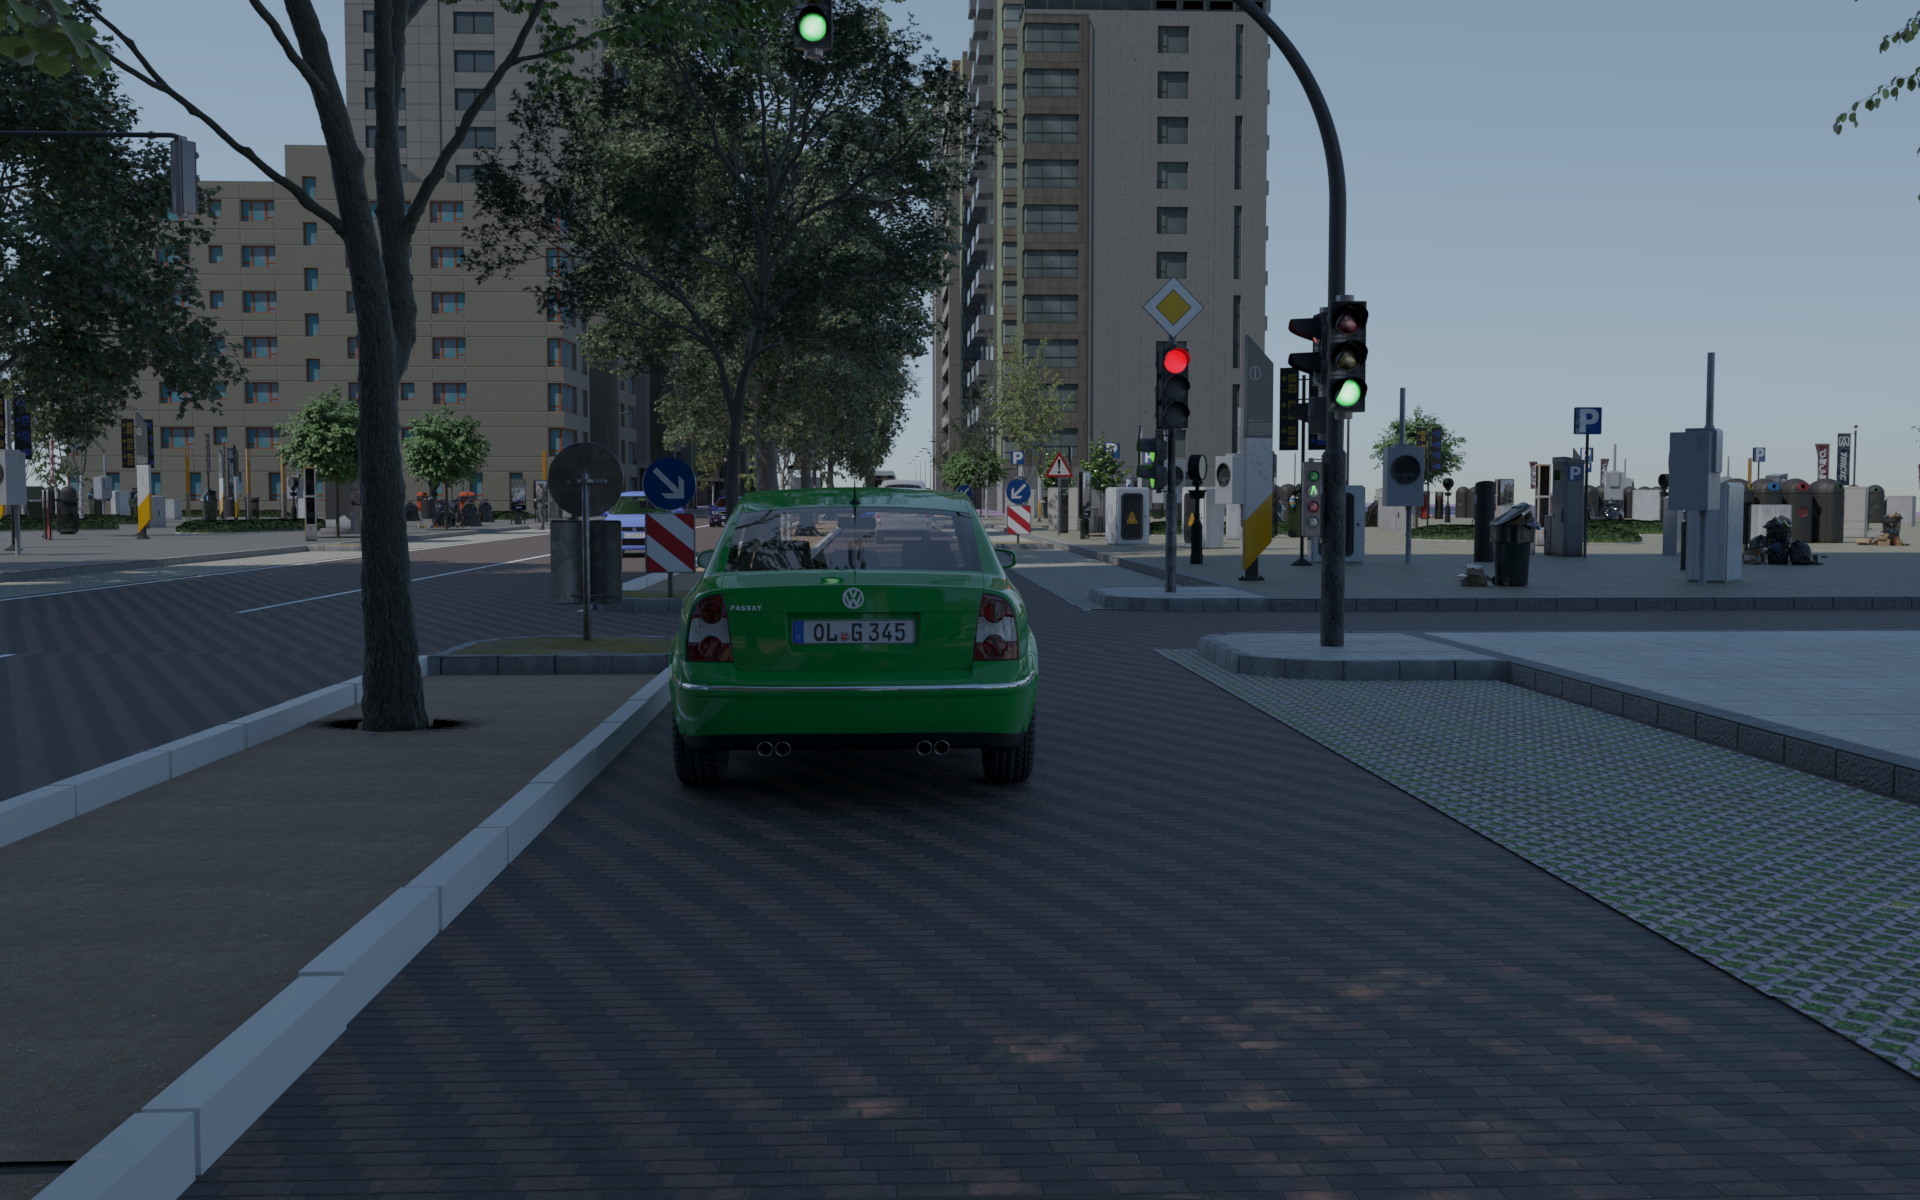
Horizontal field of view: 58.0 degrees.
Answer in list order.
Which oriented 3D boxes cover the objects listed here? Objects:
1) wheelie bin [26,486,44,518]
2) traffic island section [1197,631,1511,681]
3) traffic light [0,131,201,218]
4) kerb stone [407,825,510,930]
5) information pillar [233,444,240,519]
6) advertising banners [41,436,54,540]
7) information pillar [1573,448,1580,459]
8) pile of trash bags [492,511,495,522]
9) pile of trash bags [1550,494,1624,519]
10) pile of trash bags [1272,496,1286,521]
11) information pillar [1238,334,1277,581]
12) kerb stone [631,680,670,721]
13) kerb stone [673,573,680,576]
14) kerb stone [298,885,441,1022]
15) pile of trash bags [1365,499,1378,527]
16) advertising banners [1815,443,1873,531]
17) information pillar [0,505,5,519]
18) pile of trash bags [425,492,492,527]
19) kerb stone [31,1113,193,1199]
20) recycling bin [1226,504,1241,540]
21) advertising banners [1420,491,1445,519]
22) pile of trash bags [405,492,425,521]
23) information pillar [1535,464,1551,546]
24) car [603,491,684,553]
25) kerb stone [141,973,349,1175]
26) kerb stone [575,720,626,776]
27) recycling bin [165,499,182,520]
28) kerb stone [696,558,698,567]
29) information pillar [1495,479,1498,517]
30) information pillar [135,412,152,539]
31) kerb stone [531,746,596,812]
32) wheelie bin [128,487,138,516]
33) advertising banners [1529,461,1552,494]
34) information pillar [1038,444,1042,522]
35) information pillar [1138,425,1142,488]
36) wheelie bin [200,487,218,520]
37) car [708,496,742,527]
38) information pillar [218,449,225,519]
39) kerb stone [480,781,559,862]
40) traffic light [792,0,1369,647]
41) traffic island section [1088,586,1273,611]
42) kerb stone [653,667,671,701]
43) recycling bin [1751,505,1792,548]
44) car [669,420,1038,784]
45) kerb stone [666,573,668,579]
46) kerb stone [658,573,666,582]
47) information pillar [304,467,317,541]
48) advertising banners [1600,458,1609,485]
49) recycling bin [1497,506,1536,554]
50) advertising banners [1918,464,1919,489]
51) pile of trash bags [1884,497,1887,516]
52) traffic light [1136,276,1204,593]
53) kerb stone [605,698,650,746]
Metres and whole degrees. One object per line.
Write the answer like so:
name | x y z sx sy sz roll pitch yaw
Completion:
wheelie bin | -36.581 -3.702 68.437 0.980 1.594 0.693 -2 4 -29
traffic island section | 3.159 0.466 14.664 2.009 0.180 2.903 0 4 -3
traffic light | -12.071 -2.885 21.834 4.771 5.953 1.251 0 4 -3
kerb stone | -1.783 0.983 6.178 0.120 0.150 1.000 0 4 -3
information pillar | -34.170 -5.531 81.781 0.183 3.616 0.504 0 4 -5
advertising banners | -25.539 -3.198 48.480 0.090 3.025 2.074 -3 4 -36
information pillar | 31.349 -5.923 88.195 0.504 3.616 0.183 -2 4 -34
pile of trash bags | -22.403 -4.262 79.441 1.912 1.369 3.447 -1 4 -18
pile of trash bags | 22.195 -3.202 62.102 1.912 1.369 3.447 -3 5 -40
pile of trash bags | 11.338 -3.195 61.992 3.447 1.369 1.912 2 4 28
information pillar | 4.398 -2.096 25.622 0.504 3.616 0.183 -2 4 -27
kerb stone | -2.034 0.666 11.314 0.120 0.150 1.000 0 4 -3
kerb stone | -5.038 -0.489 30.194 0.120 0.150 1.000 0 4 -3
kerb stone | -1.740 1.042 5.154 0.120 0.150 1.000 0 4 -3
pile of trash bags | 15.855 -3.597 68.570 1.912 1.369 3.447 0 4 7
advertising banners | 30.563 -3.900 59.954 2.074 3.025 0.090 0 4 -2
information pillar | -38.396 -4.770 69.348 0.183 3.616 0.504 -3 5 -44
pile of trash bags | -20.011 -3.637 69.215 1.912 1.369 3.447 -1 4 -8
kerb stone | -1.633 1.173 3.113 0.120 0.150 1.000 0 4 -3
recycling bin | 7.844 -2.197 48.477 0.722 1.027 0.722 1 4 13
advertising banners | 23.714 -5.622 88.114 2.074 3.025 0.090 -1 4 -10
pile of trash bags | -26.536 -4.452 82.549 1.912 1.369 3.447 1 4 20
information pillar | 14.334 -2.332 42.622 0.304 2.012 0.304 0 4 3
car | -7.412 -1.895 40.572 1.945 1.707 3.694 0 4 -4
kerb stone | -1.679 1.111 4.134 0.120 0.150 1.000 0 4 -3
kerb stone | -1.928 0.795 9.247 0.120 0.150 1.000 0 4 -3
recycling bin | -39.792 -4.578 87.409 0.722 1.027 0.722 0 4 3
kerb stone | -5.286 -0.798 35.315 0.120 0.150 1.000 0 4 -3
information pillar | 26.046 -4.849 83.767 0.304 2.012 0.304 0 4 -1
information pillar | -23.269 -3.548 49.364 0.504 3.616 0.183 2 4 26
kerb stone | -1.883 0.855 8.222 0.120 0.150 1.000 0 4 -3
wheelie bin | -38.728 -4.508 81.608 0.980 1.594 0.693 2 4 25
advertising banners | 31.418 -5.915 92.902 2.074 3.025 0.090 -1 4 -13
information pillar | 3.715 -5.485 81.031 0.183 3.616 0.504 0 4 -4
information pillar | 6.045 -4.091 58.247 0.183 3.616 0.504 1 4 11
wheelie bin | -34.533 -4.390 79.692 0.693 1.594 0.980 -3 4 -37
car | -10.044 -3.896 76.280 1.945 1.354 3.894 0 4 -2
information pillar | -38.316 -6.026 89.878 0.183 3.616 0.504 -3 5 -44
kerb stone | -1.831 0.921 7.200 0.120 0.150 1.000 0 4 -3
traffic light | 1.033 -2.424 14.307 4.771 5.953 1.251 0 4 -3
traffic island section | 2.776 -0.022 22.640 2.009 0.180 2.903 0 4 -3
kerb stone | -2.084 0.604 12.343 0.120 0.150 1.000 0 4 -3
recycling bin | 18.982 -1.711 40.533 0.722 1.027 0.722 1 4 10
car | -0.594 -0.071 9.961 1.959 1.807 4.718 0 4 -3
kerb stone | -4.991 -0.423 29.174 0.120 0.150 1.000 0 4 -3
kerb stone | -4.939 -0.364 28.142 0.120 0.150 1.000 0 4 -3
information pillar | -17.707 -2.613 47.212 0.304 2.012 0.304 -1 4 -21
advertising banners | 30.966 -5.427 84.922 2.074 3.025 0.090 -1 4 -19
recycling bin | 11.951 -1.508 37.216 0.722 1.027 0.722 1 4 10
advertising banners | 56.029 -6.337 99.800 0.090 3.025 2.074 -1 4 -18
pile of trash bags | 43.849 -4.490 83.166 1.912 1.369 3.447 2 4 32
traffic light | 2.735 -2.055 22.524 0.839 4.253 0.868 0 4 -3
kerb stone | -1.979 0.731 10.277 0.120 0.150 1.000 0 4 -3
